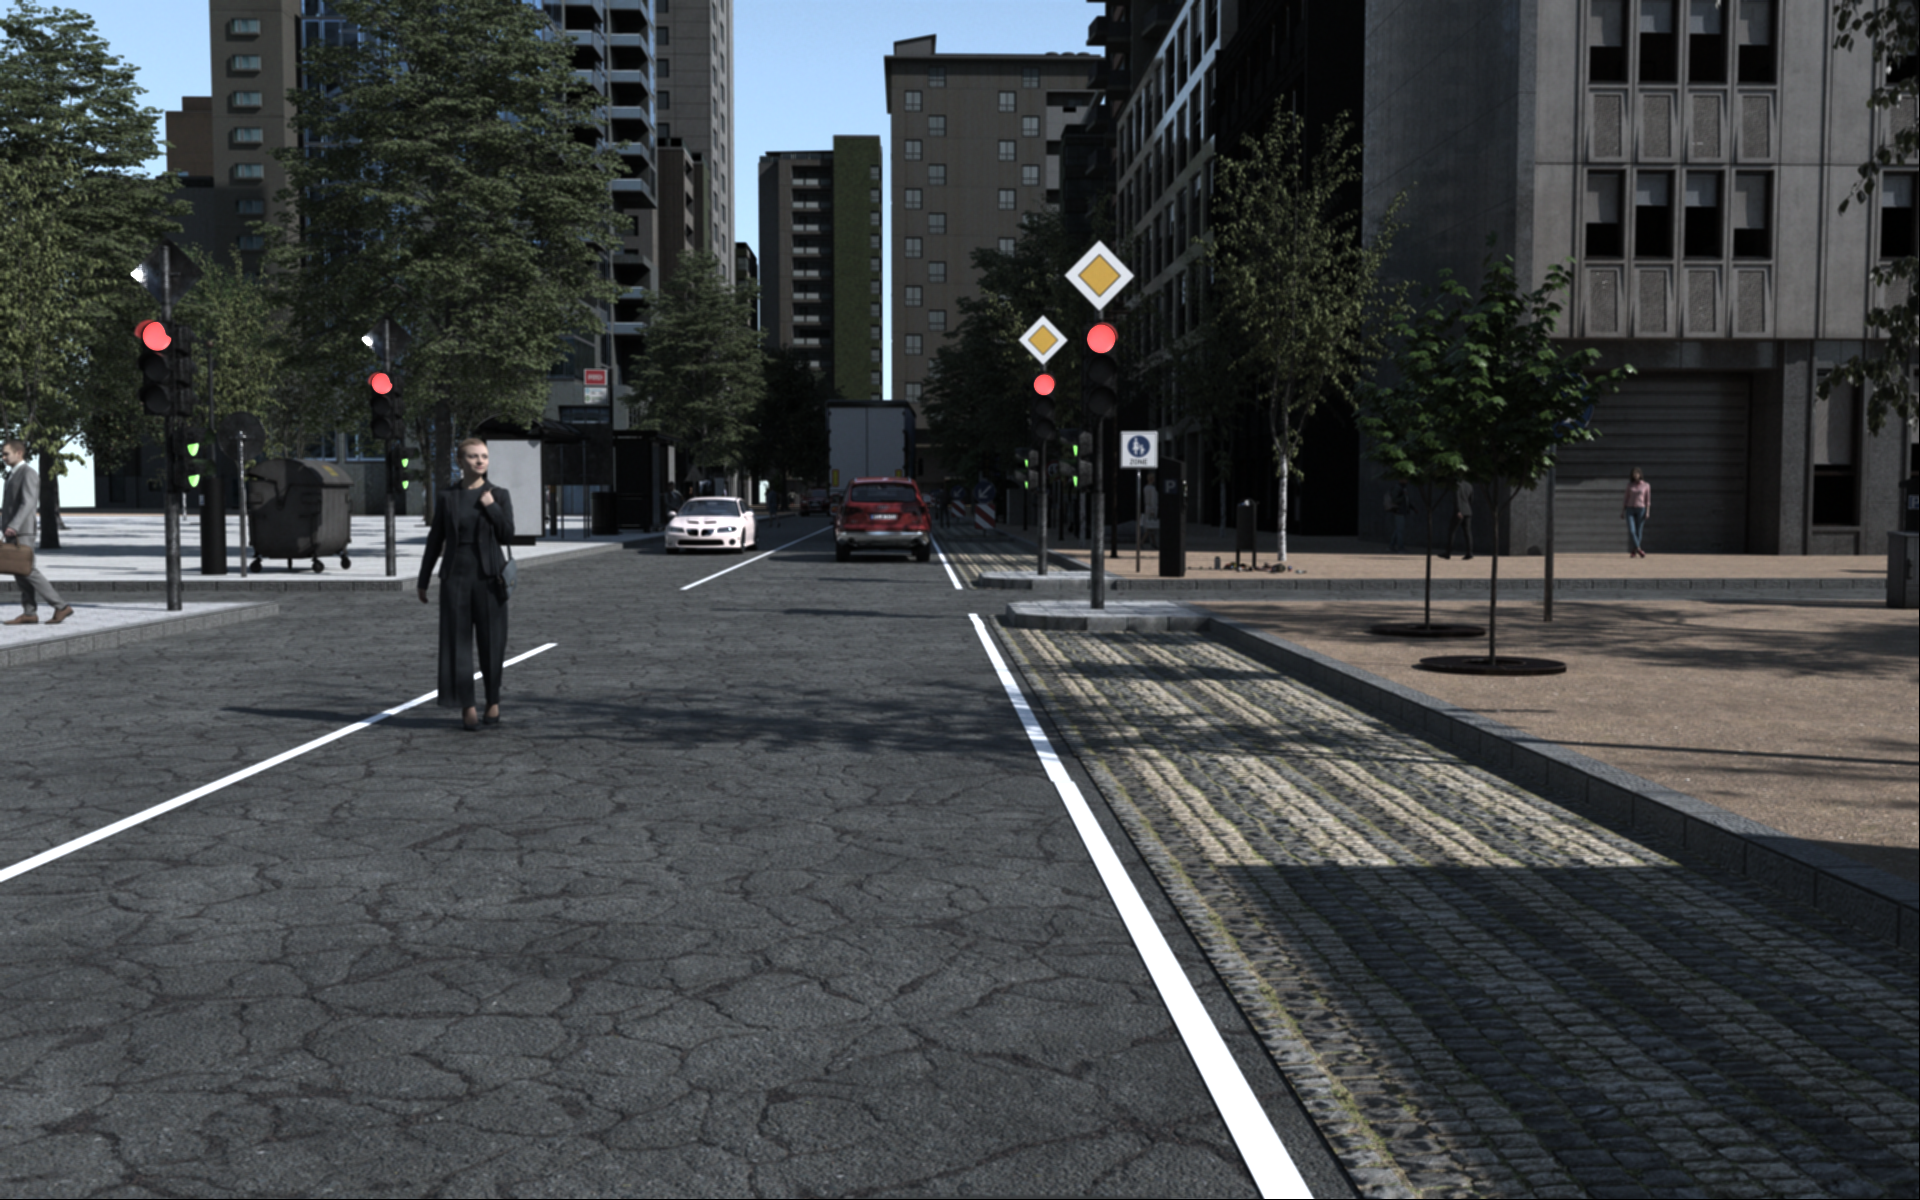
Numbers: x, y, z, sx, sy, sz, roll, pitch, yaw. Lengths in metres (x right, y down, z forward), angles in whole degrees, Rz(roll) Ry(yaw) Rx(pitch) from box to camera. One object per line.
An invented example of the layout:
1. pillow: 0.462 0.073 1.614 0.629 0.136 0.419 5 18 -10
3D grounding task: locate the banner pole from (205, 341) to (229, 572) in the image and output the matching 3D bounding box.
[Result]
1. banner pole: -12.337 -2.361 28.623 0.401 3.779 0.863 -1 4 -19

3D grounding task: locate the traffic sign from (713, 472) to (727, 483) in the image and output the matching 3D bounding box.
1. traffic sign: -12.476 -5.497 89.983 0.768 2.556 0.104 0 4 7

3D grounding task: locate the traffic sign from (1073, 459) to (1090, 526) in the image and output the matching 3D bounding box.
1. traffic sign: 4.094 -3.596 58.895 0.768 2.556 0.104 0 4 5

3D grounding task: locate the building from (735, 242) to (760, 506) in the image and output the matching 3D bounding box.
1. building: -30.696 -26.184 199.816 14.107 30.474 14.160 0 4 -2

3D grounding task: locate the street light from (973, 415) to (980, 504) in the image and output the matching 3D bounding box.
1. street light: 1.031 -7.908 102.083 0.468 5.910 1.993 0 4 -2

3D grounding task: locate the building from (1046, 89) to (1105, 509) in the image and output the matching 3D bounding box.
1. building: 23.647 -28.519 158.163 32.217 40.220 23.993 0 4 -2

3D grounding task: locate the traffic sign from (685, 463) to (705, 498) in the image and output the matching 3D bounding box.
1. traffic sign: -11.170 -4.458 72.895 0.884 2.594 0.081 0 4 6

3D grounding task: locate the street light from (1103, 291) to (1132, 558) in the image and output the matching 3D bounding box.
1. street light: 3.094 -3.782 34.630 0.468 5.910 1.993 0 4 -2

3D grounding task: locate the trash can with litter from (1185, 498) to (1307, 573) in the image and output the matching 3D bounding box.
1. trash can with litter: 4.899 -1.090 28.885 1.678 1.210 2.233 -2 4 -23

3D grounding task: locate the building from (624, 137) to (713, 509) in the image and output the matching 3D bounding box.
1. building: -27.972 -22.534 140.131 14.160 30.474 14.107 0 4 -2

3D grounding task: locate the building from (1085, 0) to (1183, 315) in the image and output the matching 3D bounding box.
1. building: 20.099 -28.279 116.984 22.147 44.769 28.867 0 4 -2

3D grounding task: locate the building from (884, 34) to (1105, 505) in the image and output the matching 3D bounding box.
1. building: 4.889 -37.860 208.244 27.495 52.752 28.713 0 4 -2

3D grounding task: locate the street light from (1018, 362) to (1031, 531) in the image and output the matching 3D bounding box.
1. street light: 2.303 -5.387 60.866 0.468 5.910 1.993 0 4 -2

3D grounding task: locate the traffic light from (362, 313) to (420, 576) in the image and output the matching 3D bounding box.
1. traffic light: -8.874 -2.326 26.944 0.839 4.253 0.868 0 4 -2

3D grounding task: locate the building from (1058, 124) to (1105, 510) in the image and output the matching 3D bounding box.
1. building: 14.747 -22.448 138.718 14.160 30.474 14.107 0 4 -2

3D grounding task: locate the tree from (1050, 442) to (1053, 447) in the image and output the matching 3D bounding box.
1. tree: 7.134 -8.642 91.663 4.360 8.622 3.978 0 3 0

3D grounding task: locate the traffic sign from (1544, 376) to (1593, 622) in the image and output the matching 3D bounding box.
1. traffic sign: 5.898 -1.051 17.291 0.768 2.556 0.104 0 4 7

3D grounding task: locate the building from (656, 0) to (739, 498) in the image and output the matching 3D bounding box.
1. building: -31.788 -44.041 158.317 20.611 71.187 20.563 0 4 -2

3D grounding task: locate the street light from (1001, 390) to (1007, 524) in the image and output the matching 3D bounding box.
1. street light: 1.940 -6.241 74.823 0.468 5.910 1.993 0 4 -2

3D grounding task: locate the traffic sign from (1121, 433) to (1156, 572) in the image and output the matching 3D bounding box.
1. traffic sign: 2.919 -1.603 28.342 0.606 2.300 0.079 0 4 6

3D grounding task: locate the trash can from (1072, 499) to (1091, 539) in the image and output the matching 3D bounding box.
1. trash can: 3.586 -2.323 49.632 0.748 1.137 0.748 0 3 0

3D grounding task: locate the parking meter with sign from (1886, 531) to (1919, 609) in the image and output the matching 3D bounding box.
1. parking meter with sign: 11.337 -1.412 19.342 1.738 3.016 0.543 0 4 -3

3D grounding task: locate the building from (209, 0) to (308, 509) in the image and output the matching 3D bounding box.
1. building: -52.847 -32.628 157.170 21.600 48.544 21.300 0 4 -2

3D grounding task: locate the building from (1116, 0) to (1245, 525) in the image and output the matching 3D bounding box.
1. building: 19.356 -17.213 85.945 19.350 26.468 34.151 0 4 -2

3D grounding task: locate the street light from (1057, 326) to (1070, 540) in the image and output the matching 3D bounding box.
1. street light: 2.801 -4.585 47.751 0.468 5.910 1.993 0 4 -2

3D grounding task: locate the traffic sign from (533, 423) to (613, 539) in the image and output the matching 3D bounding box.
1. traffic sign: -11.103 -3.414 49.699 2.265 3.308 0.079 0 4 1

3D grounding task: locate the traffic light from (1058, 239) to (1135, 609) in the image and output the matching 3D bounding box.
1. traffic light: 1.520 -1.857 19.281 0.839 4.253 0.868 0 4 -2

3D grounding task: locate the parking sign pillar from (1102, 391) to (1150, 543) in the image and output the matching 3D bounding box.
1. parking sign pillar: 4.298 -3.495 45.609 1.447 3.967 1.447 0 4 2

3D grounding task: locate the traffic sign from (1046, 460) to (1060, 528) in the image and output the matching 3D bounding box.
1. traffic sign: 3.534 -3.953 64.736 0.768 2.556 0.104 0 4 -1

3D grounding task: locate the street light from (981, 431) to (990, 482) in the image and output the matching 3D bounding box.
1. street light: 1.483 -7.058 88.182 0.468 5.910 1.993 0 4 -2

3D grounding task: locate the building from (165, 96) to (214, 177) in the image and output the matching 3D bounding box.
1. building: -80.433 -33.552 198.684 14.200 45.320 14.600 0 4 -2

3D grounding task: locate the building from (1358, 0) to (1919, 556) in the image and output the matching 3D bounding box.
1. building: 21.044 -13.646 41.132 19.932 24.808 12.078 0 4 -2

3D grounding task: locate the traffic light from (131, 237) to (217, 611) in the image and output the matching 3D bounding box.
1. traffic light: -8.636 -1.837 18.963 0.839 4.253 0.868 0 4 -2

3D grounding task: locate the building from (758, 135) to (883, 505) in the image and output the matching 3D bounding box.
1. building: -15.948 -31.605 200.339 14.086 41.232 14.154 0 4 -2

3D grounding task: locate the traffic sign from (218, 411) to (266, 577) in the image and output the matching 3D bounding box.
1. traffic sign: -11.054 -1.624 26.658 0.768 2.556 0.104 0 4 6

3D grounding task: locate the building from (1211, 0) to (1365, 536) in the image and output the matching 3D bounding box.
1. building: 16.356 -14.110 60.377 12.332 23.373 15.834 0 4 -2

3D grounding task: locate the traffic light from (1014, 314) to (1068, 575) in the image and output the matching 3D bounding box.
1. traffic light: 1.282 -2.345 27.262 0.839 4.253 0.868 0 4 -2

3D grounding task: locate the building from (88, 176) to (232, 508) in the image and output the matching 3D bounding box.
1. building: -70.813 -23.823 161.209 14.107 30.474 14.160 0 4 -2

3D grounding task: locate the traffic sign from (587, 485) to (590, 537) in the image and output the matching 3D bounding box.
1. traffic sign: -11.046 -3.139 51.425 0.768 2.556 0.104 0 4 3

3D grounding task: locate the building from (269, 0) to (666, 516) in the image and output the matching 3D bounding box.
1. building: -31.316 -49.080 115.135 22.319 86.520 31.000 0 4 -2
